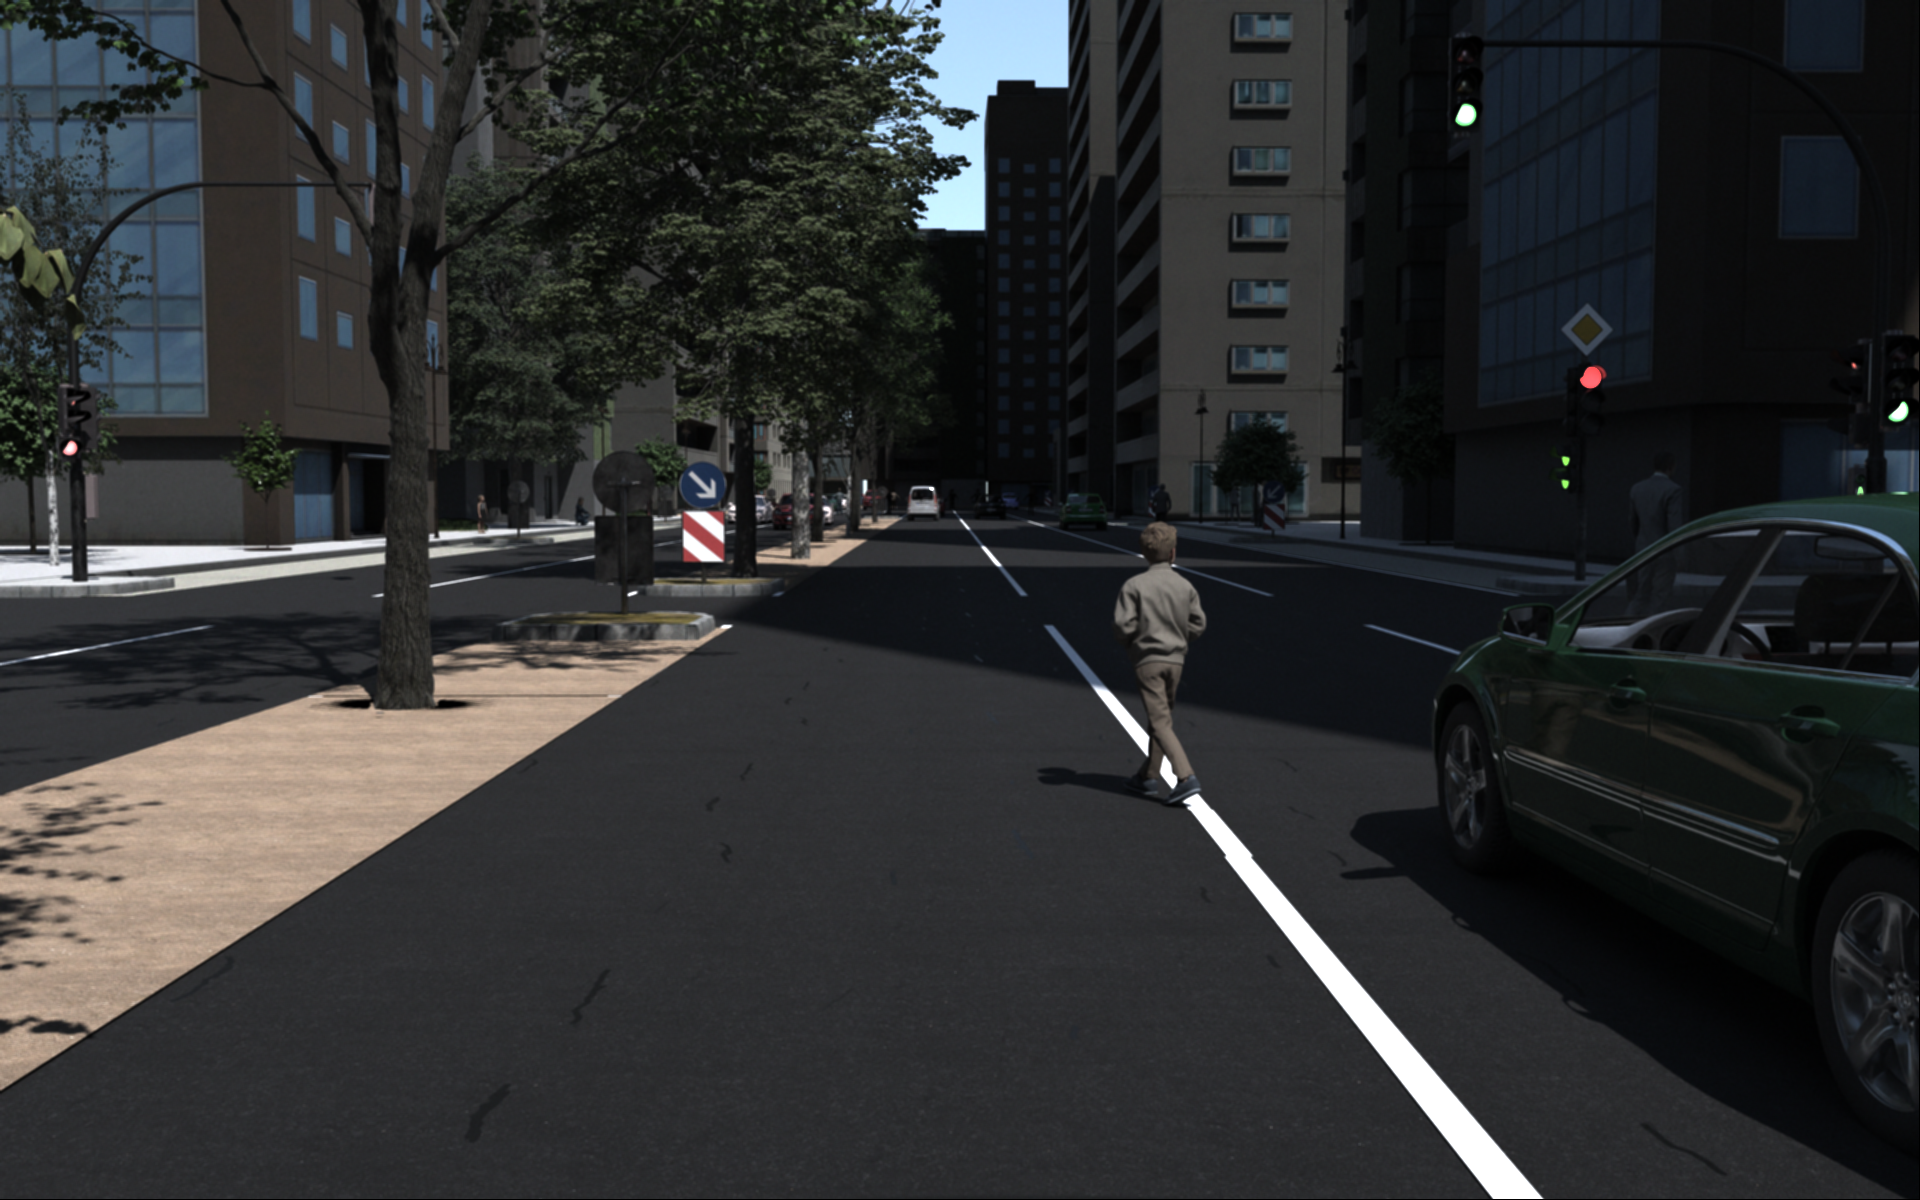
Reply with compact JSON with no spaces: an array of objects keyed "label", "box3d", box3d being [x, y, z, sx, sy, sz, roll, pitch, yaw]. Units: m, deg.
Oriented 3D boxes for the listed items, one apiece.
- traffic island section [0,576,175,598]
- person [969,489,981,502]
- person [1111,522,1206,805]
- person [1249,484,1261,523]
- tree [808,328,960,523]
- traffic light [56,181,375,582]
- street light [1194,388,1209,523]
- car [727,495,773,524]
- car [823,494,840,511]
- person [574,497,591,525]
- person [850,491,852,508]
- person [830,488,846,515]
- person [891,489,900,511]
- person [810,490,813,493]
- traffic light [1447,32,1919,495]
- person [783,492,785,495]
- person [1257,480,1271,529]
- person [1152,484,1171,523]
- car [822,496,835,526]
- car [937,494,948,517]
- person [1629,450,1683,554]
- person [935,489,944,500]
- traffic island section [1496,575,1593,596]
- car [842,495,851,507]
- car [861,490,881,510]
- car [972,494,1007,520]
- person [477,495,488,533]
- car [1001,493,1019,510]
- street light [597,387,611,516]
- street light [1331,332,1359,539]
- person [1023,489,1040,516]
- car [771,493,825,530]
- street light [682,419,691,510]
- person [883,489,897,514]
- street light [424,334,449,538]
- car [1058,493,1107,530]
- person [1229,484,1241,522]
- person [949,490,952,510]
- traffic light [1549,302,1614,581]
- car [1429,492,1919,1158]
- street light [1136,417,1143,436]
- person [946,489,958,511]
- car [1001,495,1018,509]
[{"label":"traffic island section","box3d":[-12.928,-0.192,25.417,2.009,0.180,2.903,0,4,-1]},{"label":"person","box3d":[1.438,-8.074,140.138,1.348,1.869,0.705,1,4,9]},{"label":"person","box3d":[0.916,0.287,8.085,0.475,1.303,0.640,-2,4,-33]},{"label":"person","box3d":[13.109,-4.298,76.418,0.767,1.812,0.694,0,4,-7]},{"label":"tree","box3d":[-4.183,-9.104,85.713,8.767,10.594,7.601,0,4,-1]},{"label":"traffic light","box3d":[-10.798,-3.099,25.342,4.771,5.953,1.251,0,4,-1]},{"label":"street light","box3d":[10.551,-6.295,75.709,0.468,5.910,1.993,0,4,-1]},{"label":"car","box3d":[-10.174,-4.400,84.307,2.083,1.381,4.827,0,3,0]},{"label":"car","box3d":[-11.051,-8.223,146.237,2.131,1.459,4.920,0,4,1]},{"label":"person","box3d":[-15.441,-3.645,71.142,0.738,1.151,1.012,0,4,-2]},{"label":"person","box3d":[-11.300,-10.460,179.521,0.705,1.824,1.348,2,4,25]},{"label":"person","box3d":[-8.246,-6.727,118.575,1.350,1.814,0.705,0,4,-4]},{"label":"person","box3d":[-5.687,-8.523,147.866,1.348,1.823,0.705,-1,4,-21]},{"label":"person","box3d":[-10.301,-6.824,120.756,1.217,1.739,0.721,3,5,44]},{"label":"traffic light","box3d":[7.174,-2.614,17.406,4.771,5.953,1.251,0,4,-1]},{"label":"person","box3d":[-15.988,-9.099,158.052,0.421,1.427,0.697,0,4,-2]},{"label":"person","box3d":[11.363,-3.551,64.315,0.699,1.804,1.509,1,4,15]},{"label":"person","box3d":[6.843,-3.055,58.852,0.661,1.777,0.834,0,4,4]},{"label":"car","box3d":[-6.763,-4.094,79.299,2.083,1.381,4.827,0,4,-2]},{"label":"car","box3d":[-1.846,-6.196,110.338,2.155,1.783,4.494,0,4,0]},{"label":"person","box3d":[5.998,-0.385,14.915,0.853,1.813,0.709,-2,4,-29]},{"label":"person","box3d":[-1.541,-6.471,114.821,1.217,1.766,0.721,-2,4,-30]},{"label":"traffic island section","box3d":[9.212,-0.207,25.671,2.009,0.180,2.903,0,4,-1]},{"label":"car","box3d":[-11.708,-9.609,169.473,2.083,1.381,4.827,0,4,-3]},{"label":"car","box3d":[-7.652,-8.938,154.804,2.281,1.827,5.304,0,4,-2]},{"label":"car","box3d":[1.693,-5.424,98.465,2.009,1.686,4.222,0,4,-1]},{"label":"person","box3d":[-15.577,-2.802,56.523,0.373,1.253,0.362,3,4,37]},{"label":"car","box3d":[4.387,-8.999,156.730,1.945,1.707,3.694,0,4,-1]},{"label":"street light","box3d":[-15.505,-6.267,75.250,0.468,5.910,1.993,0,4,-1]},{"label":"street light","box3d":[10.972,-4.692,49.495,0.468,5.910,1.993,0,4,-1]},{"label":"person","box3d":[4.764,-6.501,115.313,1.217,1.766,0.721,2,4,26]},{"label":"car","box3d":[-6.512,-3.726,69.967,2.155,1.783,4.494,0,4,0]},{"label":"street light","box3d":[-15.792,-7.775,99.911,0.468,5.910,1.993,0,4,-1]},{"label":"person","box3d":[-5.003,-6.944,122.041,0.705,1.822,1.348,3,5,44]},{"label":"street light","box3d":[-15.210,-4.732,50.164,0.468,5.910,1.993,0,4,-1]},{"label":"car","box3d":[4.936,-3.727,69.734,1.959,1.807,4.718,0,4,1]},{"label":"person","box3d":[12.506,-4.441,78.836,0.537,1.800,0.526,3,5,41]},{"label":"person","box3d":[-0.844,-9.281,160.259,0.705,1.822,1.348,1,4,8]},{"label":"traffic light","box3d":[9.171,-2.241,25.556,0.839,4.253,0.868,0,4,-1]},{"label":"car","box3d":[2.876,0.404,5.190,2.131,1.459,4.920,0,4,-2]},{"label":"street light","box3d":[10.353,-7.803,100.371,0.468,5.910,1.993,0,4,-1]},{"label":"person","box3d":[-0.675,-8.701,150.390,1.348,1.869,0.705,-2,4,-35]},{"label":"car","box3d":[4.718,-9.812,169.469,2.155,1.783,4.494,0,4,-1]}]
